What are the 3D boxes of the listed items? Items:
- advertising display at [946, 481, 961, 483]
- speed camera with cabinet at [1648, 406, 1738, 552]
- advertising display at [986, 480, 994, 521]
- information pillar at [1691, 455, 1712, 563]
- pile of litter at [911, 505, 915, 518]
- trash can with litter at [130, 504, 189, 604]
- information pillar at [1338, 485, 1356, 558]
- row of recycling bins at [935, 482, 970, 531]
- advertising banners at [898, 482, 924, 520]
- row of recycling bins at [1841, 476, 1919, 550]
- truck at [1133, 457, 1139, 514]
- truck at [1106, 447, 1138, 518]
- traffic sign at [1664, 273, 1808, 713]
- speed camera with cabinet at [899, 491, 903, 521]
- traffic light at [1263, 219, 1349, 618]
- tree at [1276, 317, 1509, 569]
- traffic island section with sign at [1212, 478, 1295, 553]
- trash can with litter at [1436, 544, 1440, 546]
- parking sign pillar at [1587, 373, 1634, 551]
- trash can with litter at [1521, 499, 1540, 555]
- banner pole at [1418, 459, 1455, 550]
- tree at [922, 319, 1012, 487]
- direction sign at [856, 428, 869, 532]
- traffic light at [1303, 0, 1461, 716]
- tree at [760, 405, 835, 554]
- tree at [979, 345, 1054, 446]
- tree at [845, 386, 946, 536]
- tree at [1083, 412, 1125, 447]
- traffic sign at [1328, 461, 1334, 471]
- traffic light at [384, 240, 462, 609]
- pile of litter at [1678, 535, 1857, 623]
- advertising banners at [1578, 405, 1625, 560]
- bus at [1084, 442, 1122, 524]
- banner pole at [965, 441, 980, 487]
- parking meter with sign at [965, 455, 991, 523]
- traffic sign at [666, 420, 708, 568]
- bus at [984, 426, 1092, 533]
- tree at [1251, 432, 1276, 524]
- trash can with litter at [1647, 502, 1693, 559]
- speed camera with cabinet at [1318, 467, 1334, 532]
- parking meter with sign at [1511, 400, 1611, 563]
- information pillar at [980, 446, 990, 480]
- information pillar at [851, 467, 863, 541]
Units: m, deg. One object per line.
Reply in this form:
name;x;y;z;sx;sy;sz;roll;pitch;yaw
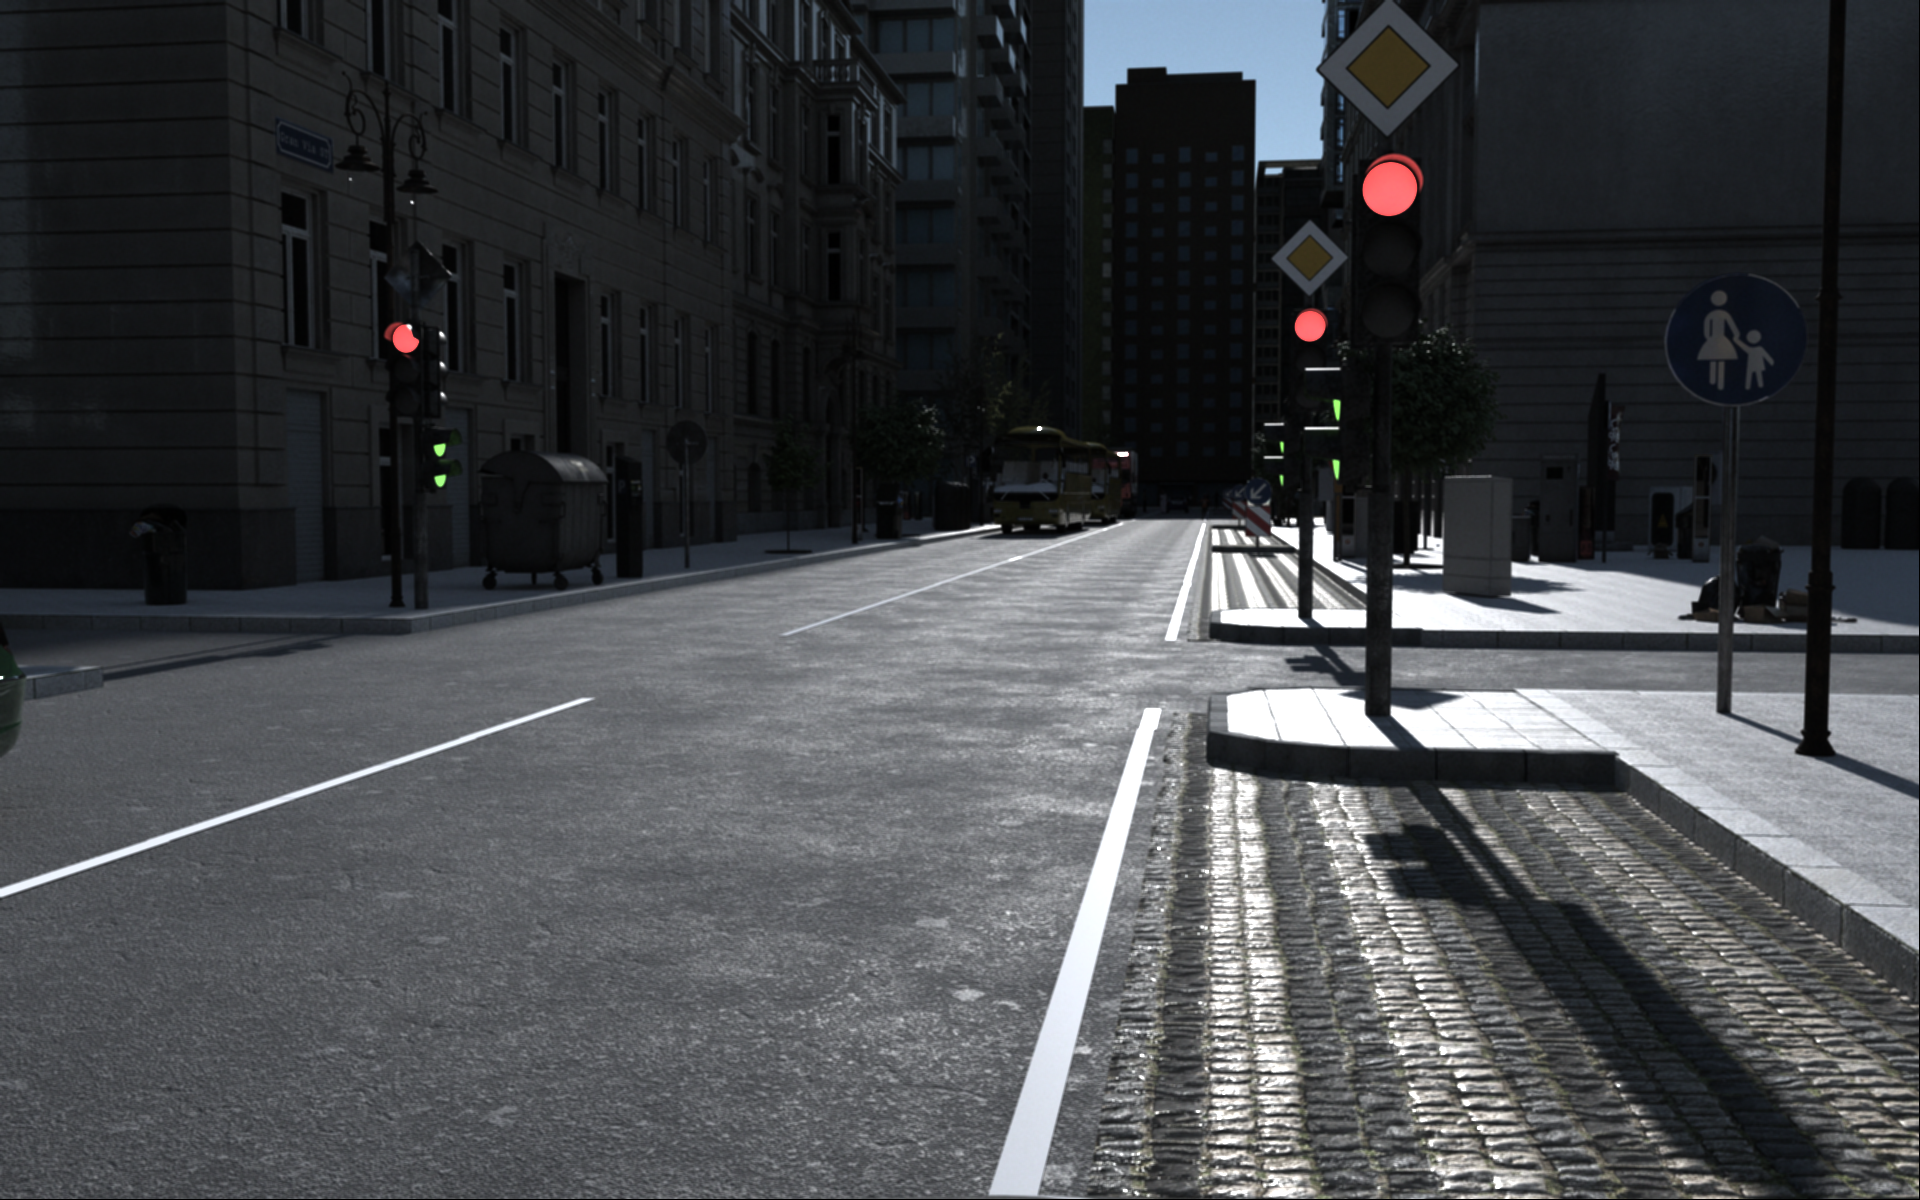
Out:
advertising display;-0.351;-5.029;87.431;0.974;1.923;0.123;3;5;42
speed camera with cabinet;16.217;-2.692;38.351;0.660;3.252;2.038;-1;4;-22
advertising display;1.470;-4.678;81.693;0.974;1.923;0.123;-2;4;-35
information pillar;13.923;-1.714;32.514;0.304;2.012;0.304;1;4;20
pile of litter;-2.498;-4.751;91.642;1.176;0.858;1.719;2;4;31
trash can with litter;-9.393;-0.547;20.338;0.624;1.170;1.055;-2;4;-25
information pillar;7.728;-1.840;34.584;0.304;2.012;0.304;0;4;3
row of recycling bins;-0.218;-3.389;62.521;1.069;1.692;3.534;1;4;9
advertising banners;-2.611;-5.468;85.589;2.074;3.025;0.090;3;5;40
row of recycling bins;22.343;-2.010;39.980;3.534;1.692;1.069;1;4;23
truck;11.314;-8.212;123.187;2.839;4.237;11.283;0;4;7
truck;9.466;-7.168;106.111;2.839;4.237;11.283;0;4;8
traffic sign;4.483;-0.611;10.089;0.768;2.556;0.104;1;4;14
speed camera with cabinet;-3.642;-5.457;83.557;2.038;3.252;0.660;3;5;43
traffic light;3.563;-1.770;17.855;0.839;4.253;0.868;1;4;8
tree;7.822;-2.848;30.272;4.285;4.588;4.351;0;3;0
traffic island section with sign;7.233;-2.089;42.778;1.989;1.847;2.006;1;4;8
trash can with litter;12.506;-1.915;42.365;1.678;1.210;2.233;0;4;7
parking sign pillar;14.584;-3.113;39.371;1.447;3.967;1.447;1;4;11
trash can with litter;12.280;-1.533;36.452;0.624;1.170;1.055;3;4;38
banner pole;10.951;-3.043;39.769;0.863;3.779;0.401;1;4;15
tree;0.182;-7.530;73.476;4.360;8.622;3.978;0;3;0
direction sign;-3.274;-4.081;58.720;0.379;3.537;0.876;-3;4;-36
traffic light;2.410;-1.286;9.953;0.839;4.253;0.868;1;4;8
tree;-3.759;-2.626;37.542;1.663;3.219;1.824;0;3;0
tree;2.544;-8.325;86.468;4.737;8.622;4.395;0;3;0
tree;-1.909;-4.239;53.017;4.285;4.588;4.351;0;3;0
tree;12.795;-12.363;152.501;4.737;8.622;4.395;0;3;0
traffic sign;9.929;-2.742;44.942;0.768;2.556;0.104;1;4;14
traffic light;-6.000;-1.854;19.229;0.839;4.253;0.868;1;4;8
pile of litter;8.233;-0.222;17.597;1.719;0.858;1.176;1;4;22
advertising banners;12.221;-2.304;33.857;2.074;3.025;0.090;-2;4;-26
bus;6.397;-5.761;85.744;2.896;3.916;12.252;1;4;8
banner pole;0.508;-5.448;79.086;0.863;3.779;0.401;0;4;6
parking meter with sign;0.837;-4.947;77.139;0.543;3.016;1.738;-2;4;-26
traffic sign;-4.731;-1.826;29.954;0.768;2.556;0.104;1;4;14
bus;3.258;-4.590;66.601;2.896;3.916;12.252;1;4;10
tree;14.097;-5.600;75.279;4.285;4.588;4.351;0;3;0
trash can with litter;14.186;-1.398;34.239;1.055;1.170;0.624;1;4;14
speed camera with cabinet;12.778;-3.968;59.218;0.660;3.252;2.038;2;4;27
parking meter with sign;11.302;-2.226;32.662;1.738;3.016;0.543;2;4;25
information pillar;1.236;-5.658;83.870;0.504;3.616;0.183;1;4;17
information pillar;-2.842;-2.647;47.775;0.304;2.012;0.304;0;4;-2
